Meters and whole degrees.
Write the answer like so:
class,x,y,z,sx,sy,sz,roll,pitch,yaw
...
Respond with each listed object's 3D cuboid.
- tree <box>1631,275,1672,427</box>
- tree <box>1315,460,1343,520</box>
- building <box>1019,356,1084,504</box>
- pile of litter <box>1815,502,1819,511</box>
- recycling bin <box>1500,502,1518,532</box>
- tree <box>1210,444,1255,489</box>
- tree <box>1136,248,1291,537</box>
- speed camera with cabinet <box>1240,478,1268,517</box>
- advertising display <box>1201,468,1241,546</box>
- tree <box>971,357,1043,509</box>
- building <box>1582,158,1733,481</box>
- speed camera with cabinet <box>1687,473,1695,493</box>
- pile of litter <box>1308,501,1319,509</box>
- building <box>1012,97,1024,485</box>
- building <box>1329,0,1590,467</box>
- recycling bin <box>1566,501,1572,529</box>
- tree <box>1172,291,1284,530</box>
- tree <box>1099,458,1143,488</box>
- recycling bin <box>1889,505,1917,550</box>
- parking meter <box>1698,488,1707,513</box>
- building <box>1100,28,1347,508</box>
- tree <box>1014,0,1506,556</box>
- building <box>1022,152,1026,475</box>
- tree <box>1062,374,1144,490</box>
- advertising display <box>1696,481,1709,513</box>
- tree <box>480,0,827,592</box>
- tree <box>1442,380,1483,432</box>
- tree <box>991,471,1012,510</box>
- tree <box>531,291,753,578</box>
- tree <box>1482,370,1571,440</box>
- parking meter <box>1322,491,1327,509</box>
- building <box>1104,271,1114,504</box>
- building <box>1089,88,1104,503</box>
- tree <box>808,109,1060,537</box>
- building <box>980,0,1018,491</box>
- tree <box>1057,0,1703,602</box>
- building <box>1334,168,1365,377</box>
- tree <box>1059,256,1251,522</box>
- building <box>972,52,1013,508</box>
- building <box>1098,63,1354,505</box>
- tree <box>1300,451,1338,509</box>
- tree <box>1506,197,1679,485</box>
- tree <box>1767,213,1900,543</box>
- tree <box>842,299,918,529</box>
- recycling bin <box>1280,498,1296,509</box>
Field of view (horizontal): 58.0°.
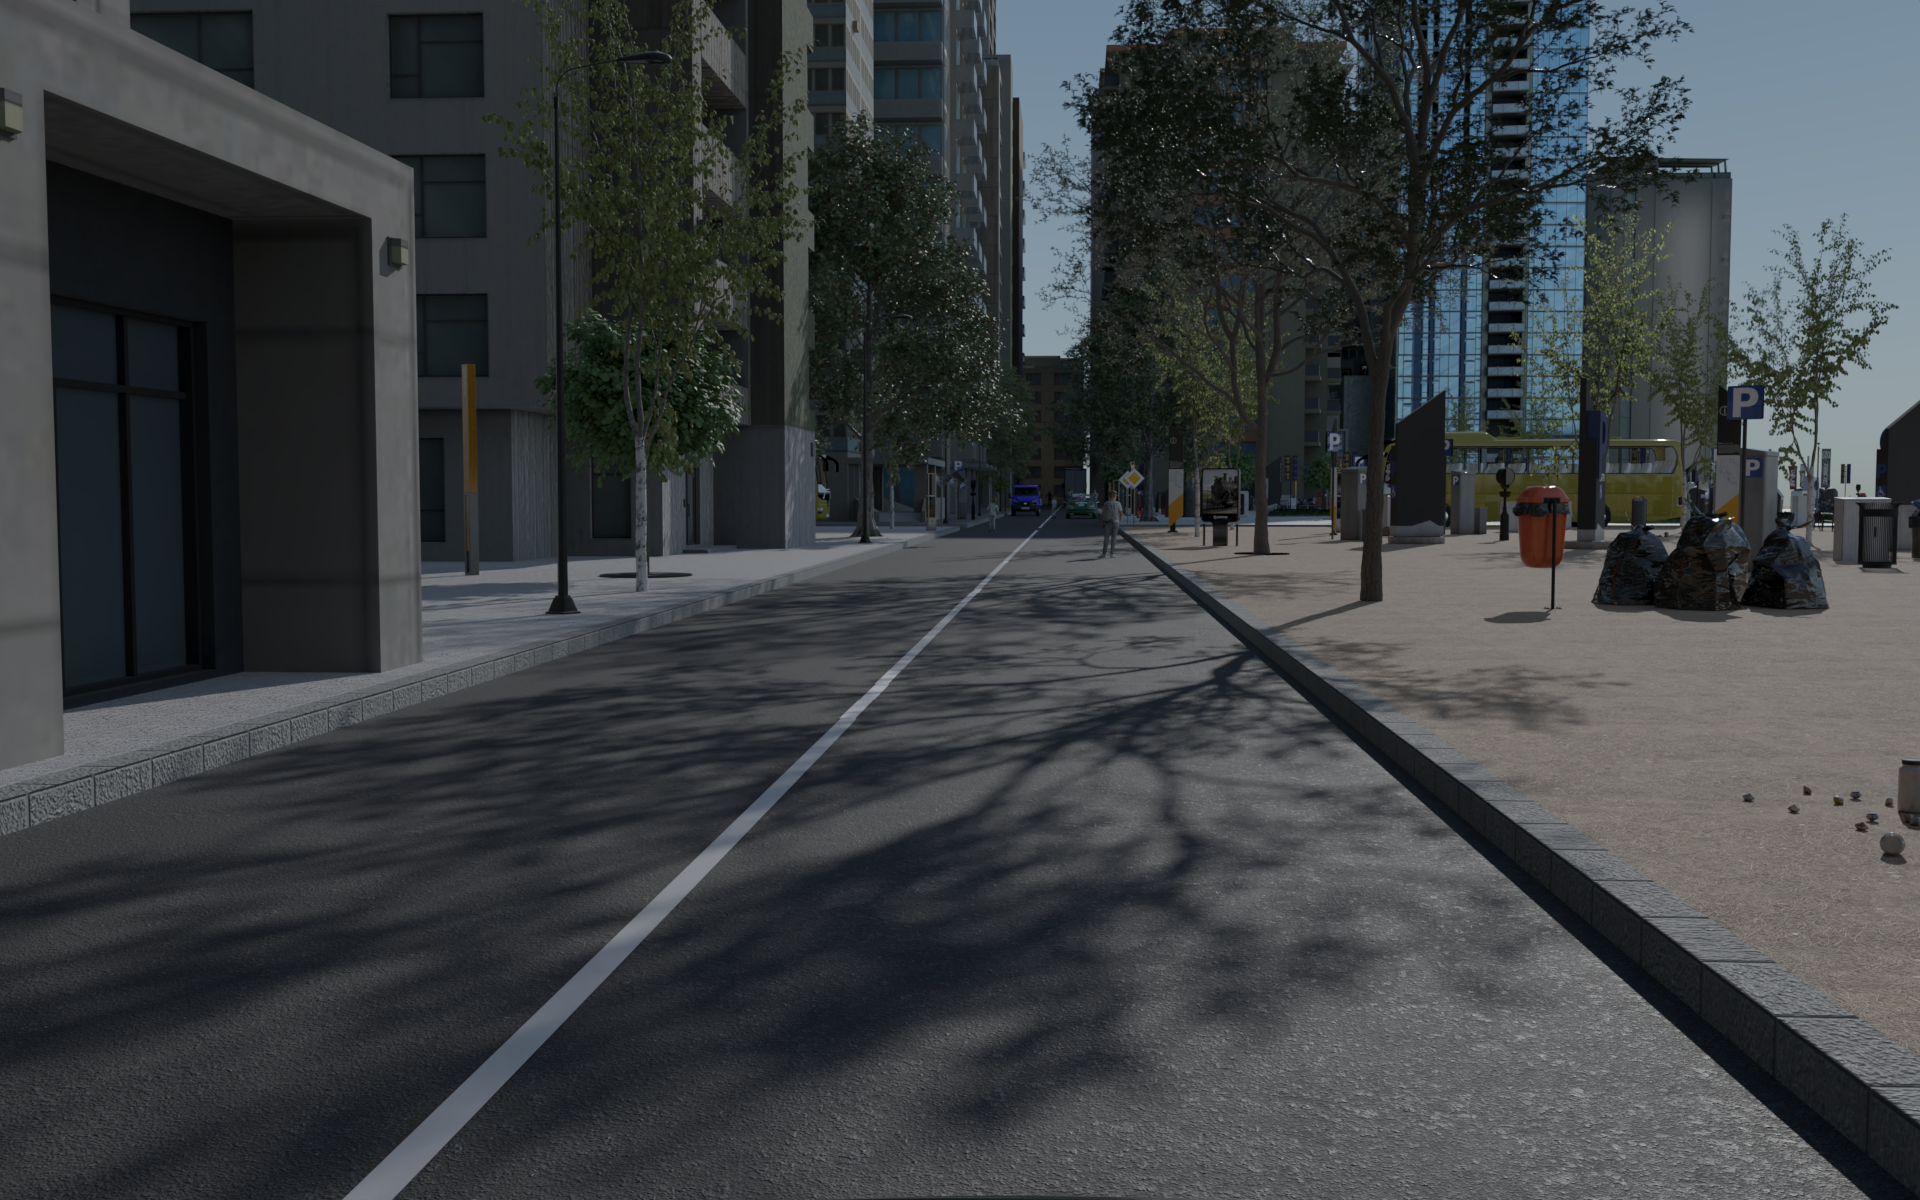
class,x,y,z,sx,sy,sz,roll,pitch,yaw
tree,24.798,-6.616,58.531,4.737,8.622,4.395,0,3,0
tree,18.666,-5.588,85.959,1.663,3.219,1.824,0,3,0
building,3.138,-24.621,247.590,28.899,21.520,27.650,0,4,4
pile of litter,51.119,-5.515,104.127,1.176,0.858,1.719,3,5,42
recycling bin,18.718,-2.816,58.595,0.722,1.027,0.722,0,4,2
tree,17.830,-7.871,112.406,4.285,4.588,4.351,0,3,0
tree,7.278,-6.172,51.270,4.360,8.622,3.978,0,3,0
speed camera with cabinet,15.989,-6.203,95.760,2.038,3.252,0.660,1,4,11
advertising display,6.439,-2.298,42.792,0.974,1.923,0.123,2,4,27
tree,3.469,-13.810,143.917,7.486,12.596,7.792,0,3,0
building,84.816,-32.370,212.851,14.086,41.232,14.154,0,4,4
speed camera with cabinet,58.997,-8.808,138.339,2.038,3.252,0.660,0,4,8
pile of litter,21.928,-5.700,107.162,1.176,0.858,1.719,-3,4,-37
building,-0.128,-33.174,192.499,14.600,45.320,14.200,0,4,4
building,61.985,-54.864,209.701,31.000,86.520,22.319,0,4,4
recycling bin,21.746,-3.086,63.008,0.722,1.027,0.722,-1,4,-10
tree,9.703,-6.824,61.938,4.737,8.622,4.395,0,3,0
tree,10.982,-7.991,114.373,4.285,4.588,4.351,0,3,0
recycling bin,21.718,-1.669,39.835,0.722,1.027,0.722,3,5,41
parking meter,33.578,-4.276,78.331,0.372,1.533,0.369,0,3,0
building,24.832,-31.400,168.008,22.147,44.769,28.867,0,4,4
tree,6.233,-7.696,36.193,12.009,13.543,11.850,0,3,0
building,-7.276,-36.325,213.526,30.456,49.044,23.786,0,4,4
tree,12.111,-13.028,138.767,9.928,11.665,9.643,0,3,0
advertising display,35.816,-4.790,83.524,0.974,1.923,0.123,-3,4,-37
tree,-3.965,-4.421,22.652,4.737,8.622,4.395,0,3,0
tree,32.359,-9.925,112.633,4.737,8.622,4.395,0,3,0
tree,3.354,-8.807,138.598,1.663,3.219,1.824,0,3,0
tree,-4.947,-2.650,27.042,4.285,4.588,4.351,0,3,0
tree,33.444,-9.176,100.389,4.737,8.622,4.395,0,3,0
parking meter,27.680,-7.537,131.641,0.372,1.533,0.369,0,3,0
building,22.875,-25.600,190.265,14.160,30.474,14.107,0,4,4
building,32.422,-42.817,242.060,28.212,58.520,21.231,0,4,4
tree,-2.710,-8.251,51.919,9.611,12.733,9.660,0,3,0
building,-4.579,-44.966,173.449,20.563,71.187,20.611,0,4,4
tree,4.717,-5.247,20.196,8.767,10.594,7.601,2,4,35
building,58.329,-37.694,240.003,21.600,48.544,21.300,0,4,4
tree,8.791,-10.003,80.550,9.611,12.733,9.660,0,3,0
building,-2.508,-28.947,156.876,14.154,41.232,14.086,0,4,4
building,31.060,-37.958,209.858,28.713,52.752,27.495,0,4,4
tree,26.799,-8.783,127.315,4.285,4.588,4.351,0,3,0
tree,16.144,-5.716,43.822,4.360,8.622,3.978,0,3,0
tree,22.117,-5.812,45.387,4.737,8.622,4.395,0,3,0
tree,-2.735,-6.947,63.940,4.737,8.622,4.395,0,3,0
recycling bin,20.608,-5.888,108.821,0.722,1.027,0.722,-3,5,-44
